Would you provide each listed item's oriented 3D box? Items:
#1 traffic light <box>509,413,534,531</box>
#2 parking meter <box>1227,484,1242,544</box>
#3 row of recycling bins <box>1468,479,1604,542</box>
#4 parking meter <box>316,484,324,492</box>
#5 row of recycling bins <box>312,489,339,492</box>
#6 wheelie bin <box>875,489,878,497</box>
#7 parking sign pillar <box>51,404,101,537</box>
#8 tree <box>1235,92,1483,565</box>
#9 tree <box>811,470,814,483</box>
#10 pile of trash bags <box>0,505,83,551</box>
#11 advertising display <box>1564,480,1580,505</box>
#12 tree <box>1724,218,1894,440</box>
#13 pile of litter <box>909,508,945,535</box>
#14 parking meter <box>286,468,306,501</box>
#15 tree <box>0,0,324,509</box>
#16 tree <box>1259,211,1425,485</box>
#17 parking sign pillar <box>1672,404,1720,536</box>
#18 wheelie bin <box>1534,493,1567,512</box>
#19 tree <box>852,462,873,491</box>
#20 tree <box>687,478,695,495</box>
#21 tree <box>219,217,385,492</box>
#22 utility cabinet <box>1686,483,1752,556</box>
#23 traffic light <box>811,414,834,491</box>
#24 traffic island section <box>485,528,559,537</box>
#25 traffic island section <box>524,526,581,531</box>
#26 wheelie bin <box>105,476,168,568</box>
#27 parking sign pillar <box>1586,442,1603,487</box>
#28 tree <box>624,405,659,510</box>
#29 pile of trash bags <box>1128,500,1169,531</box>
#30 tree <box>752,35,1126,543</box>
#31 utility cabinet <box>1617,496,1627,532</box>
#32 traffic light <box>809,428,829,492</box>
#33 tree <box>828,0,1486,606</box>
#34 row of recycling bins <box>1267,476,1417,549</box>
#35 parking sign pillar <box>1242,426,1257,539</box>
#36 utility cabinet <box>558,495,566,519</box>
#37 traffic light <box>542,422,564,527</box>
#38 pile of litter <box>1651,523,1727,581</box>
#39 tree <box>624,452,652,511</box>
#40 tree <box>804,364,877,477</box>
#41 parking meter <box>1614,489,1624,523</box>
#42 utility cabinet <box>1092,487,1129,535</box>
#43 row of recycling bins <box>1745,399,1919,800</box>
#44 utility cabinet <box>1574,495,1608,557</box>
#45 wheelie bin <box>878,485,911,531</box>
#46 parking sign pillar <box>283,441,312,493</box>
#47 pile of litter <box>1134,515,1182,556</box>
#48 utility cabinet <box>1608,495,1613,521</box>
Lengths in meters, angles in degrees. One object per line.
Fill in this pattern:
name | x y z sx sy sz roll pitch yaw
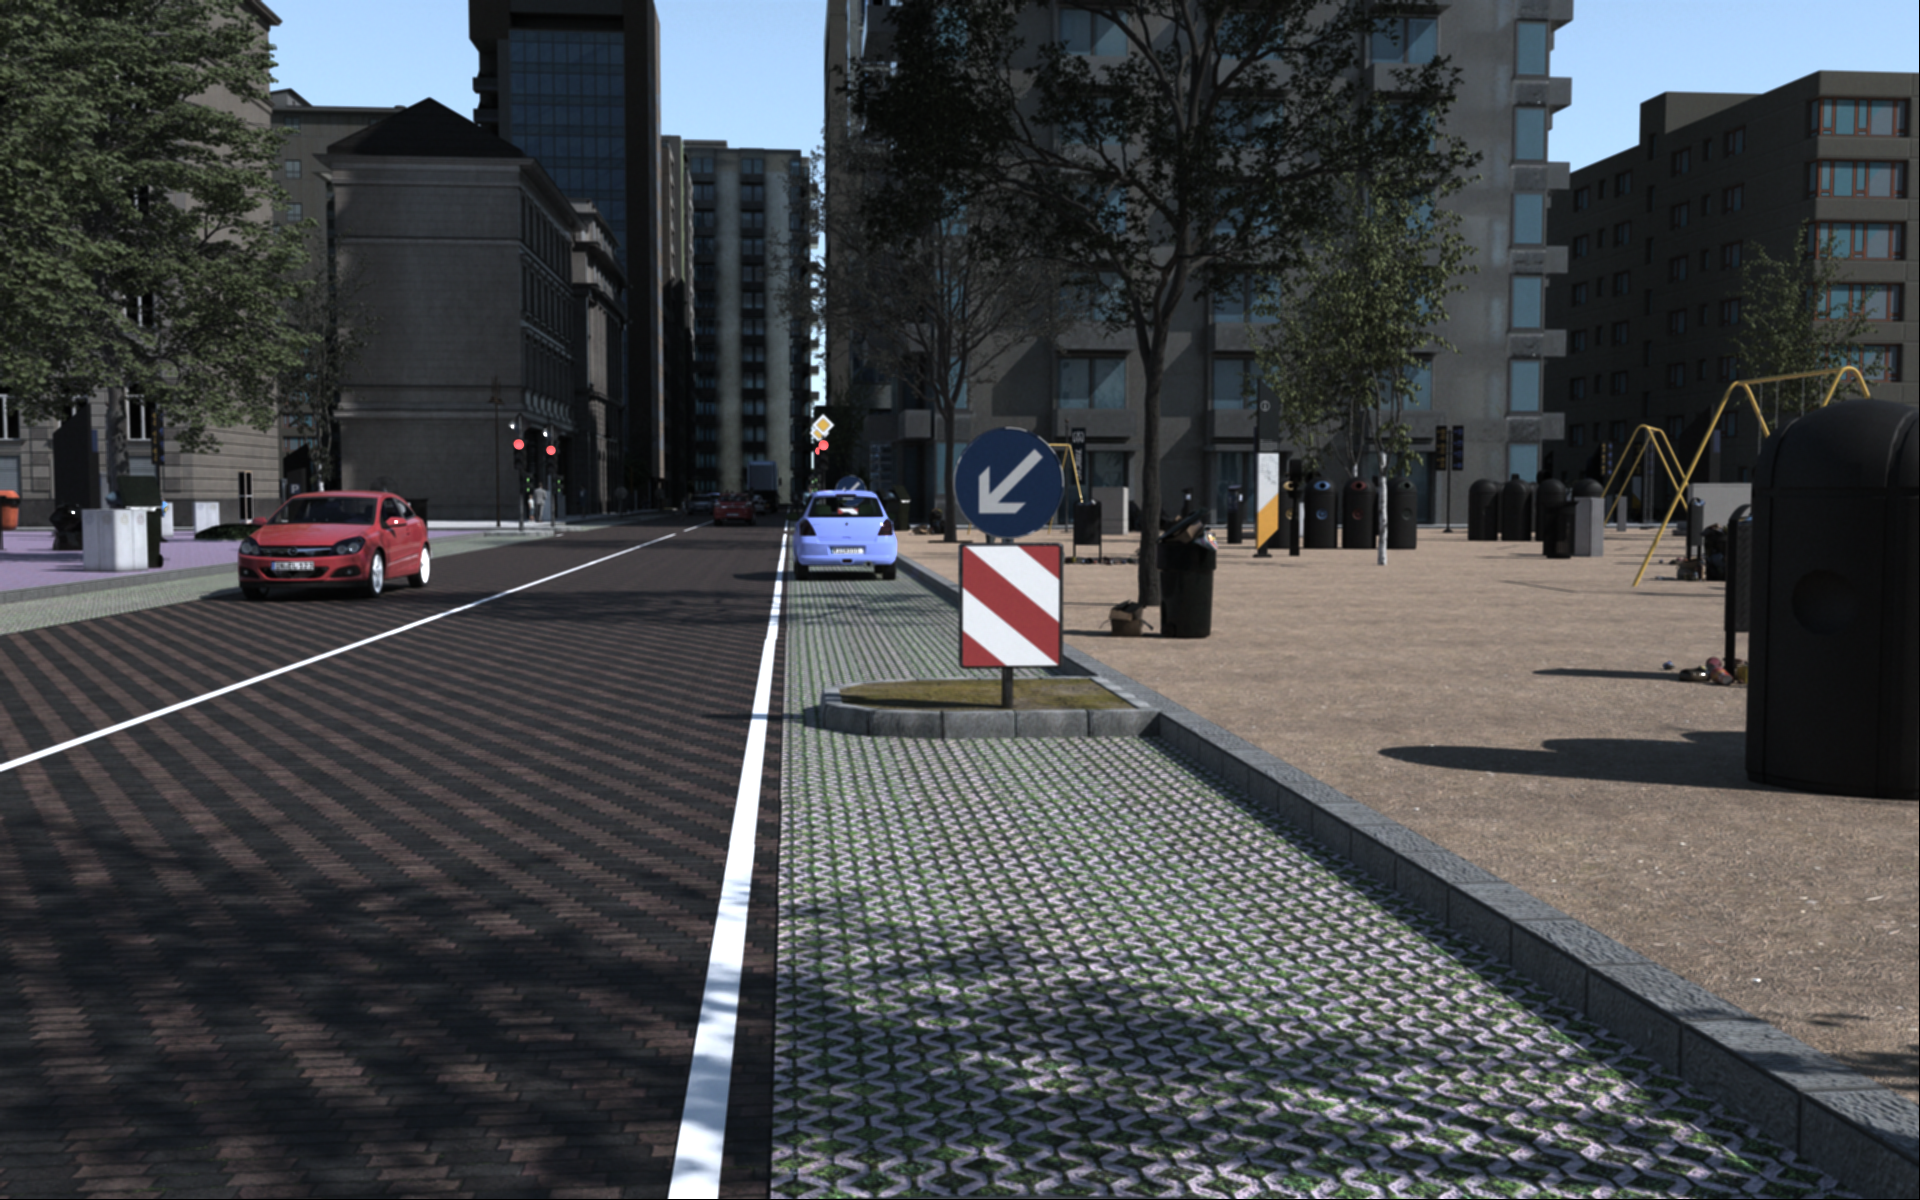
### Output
traffic light | -15.107 -4.324 59.612 0.839 4.253 0.868 0 4 -6
parking meter | 7.096 -2.220 44.715 0.372 1.533 0.369 0 3 0
row of recycling bins | 15.688 -2.454 47.237 3.534 1.692 1.069 1 4 22
parking meter | -36.963 -5.772 100.087 0.255 1.863 0.399 2 4 29
row of recycling bins | -49.354 -7.889 136.102 3.534 1.692 1.069 1 4 9
wheelie bin | -4.653 -5.692 100.967 0.693 1.594 0.980 2 4 29
parking sign pillar | -26.532 -3.887 52.018 1.447 3.967 1.447 1 4 16
tree | 7.429 -4.932 30.999 4.737 8.622 4.395 0 3 0
tree | -10.976 -9.970 146.724 4.285 4.588 4.351 0 3 0
pile of trash bags | -20.531 -1.845 39.917 3.447 1.369 1.912 0 4 -4
advertising display | 27.187 -4.365 76.585 0.974 1.923 0.123 2 4 29
tree | 22.825 -5.931 47.331 4.737 8.622 4.395 0 3 0
pile of litter | -1.012 -2.520 55.161 1.719 0.858 1.176 -3 5 -43
parking meter | -14.909 -2.031 38.920 0.399 1.863 0.255 0 4 -6
tree | -16.028 -6.953 31.813 7.486 12.596 7.792 0 3 0
tree | 10.018 -5.754 44.439 4.360 8.622 3.978 0 3 0
parking sign pillar | 22.528 -3.935 52.802 1.447 3.967 1.447 -1 4 -19
wheelie bin | 16.742 -2.525 49.194 0.980 1.594 0.693 -3 4 -36
tree | -5.969 -6.718 104.444 1.663 3.219 1.824 0 3 0
tree | -31.517 -12.715 202.494 1.663 3.219 1.824 0 3 0
tree | -17.014 -5.809 45.337 4.360 8.622 3.978 0 3 0
utility cabinet | 15.554 -1.642 35.523 1.173 1.500 0.318 0 4 3
traffic light | -4.796 -4.386 60.632 0.839 4.253 0.868 0 4 -6
traffic island section | -15.148 -2.291 59.743 2.009 0.180 2.903 0 4 -6
traffic island section | -15.925 -2.777 67.690 2.009 0.180 2.903 0 4 -6
wheelie bin | -14.299 -1.354 30.041 0.980 1.594 0.693 -3 5 -43
parking sign pillar | 31.954 -6.041 87.238 1.447 3.967 1.447 3 5 40
tree | -26.611 -11.642 140.713 4.360 8.622 3.978 0 3 0
pile of trash bags | 5.957 -3.078 60.086 1.912 1.369 3.447 2 4 31
tree | -0.326 -8.262 45.454 12.009 13.543 11.850 0 3 0
utility cabinet | 22.792 -2.965 59.631 0.306 1.237 1.020 1 4 19
traffic light | -5.573 -4.872 68.579 0.839 4.253 0.868 0 4 -6
tree | 1.959 -5.195 19.346 8.767 10.594 7.601 3 4 36
row of recycling bins | 8.896 -2.053 40.672 3.534 1.692 1.069 0 4 8
parking sign pillar | 8.726 -3.730 49.450 1.447 3.967 1.447 0 4 0
utility cabinet | -20.365 -4.680 87.678 0.306 1.237 1.020 1 4 19
traffic light | -15.884 -4.810 67.559 0.839 4.253 0.868 0 4 -6
pile of litter | 11.226 -0.725 25.812 1.719 0.858 1.176 2 4 30
tree | -25.541 -9.225 134.540 4.285 4.588 4.351 0 3 0
tree | -6.591 -8.993 97.404 4.737 8.622 4.395 0 3 0
parking meter | 29.052 -4.157 76.375 0.372 1.533 0.369 0 3 0
utility cabinet | 4.697 -2.779 54.119 1.173 1.500 0.318 3 4 38
row of recycling bins | 5.244 -0.059 8.077 3.534 1.692 1.069 -1 4 -21
utility cabinet | 13.029 -1.511 35.871 0.306 1.237 1.020 0 4 1
wheelie bin | -2.179 -3.212 60.430 0.693 1.594 0.980 2 4 35
parking sign pillar | -33.782 -6.108 88.333 1.447 3.967 1.447 -1 4 -12
pile of litter | 4.158 -1.317 35.494 1.176 0.858 1.719 1 4 14
utility cabinet | 30.444 -4.350 82.287 1.020 1.237 0.306 0 4 1
